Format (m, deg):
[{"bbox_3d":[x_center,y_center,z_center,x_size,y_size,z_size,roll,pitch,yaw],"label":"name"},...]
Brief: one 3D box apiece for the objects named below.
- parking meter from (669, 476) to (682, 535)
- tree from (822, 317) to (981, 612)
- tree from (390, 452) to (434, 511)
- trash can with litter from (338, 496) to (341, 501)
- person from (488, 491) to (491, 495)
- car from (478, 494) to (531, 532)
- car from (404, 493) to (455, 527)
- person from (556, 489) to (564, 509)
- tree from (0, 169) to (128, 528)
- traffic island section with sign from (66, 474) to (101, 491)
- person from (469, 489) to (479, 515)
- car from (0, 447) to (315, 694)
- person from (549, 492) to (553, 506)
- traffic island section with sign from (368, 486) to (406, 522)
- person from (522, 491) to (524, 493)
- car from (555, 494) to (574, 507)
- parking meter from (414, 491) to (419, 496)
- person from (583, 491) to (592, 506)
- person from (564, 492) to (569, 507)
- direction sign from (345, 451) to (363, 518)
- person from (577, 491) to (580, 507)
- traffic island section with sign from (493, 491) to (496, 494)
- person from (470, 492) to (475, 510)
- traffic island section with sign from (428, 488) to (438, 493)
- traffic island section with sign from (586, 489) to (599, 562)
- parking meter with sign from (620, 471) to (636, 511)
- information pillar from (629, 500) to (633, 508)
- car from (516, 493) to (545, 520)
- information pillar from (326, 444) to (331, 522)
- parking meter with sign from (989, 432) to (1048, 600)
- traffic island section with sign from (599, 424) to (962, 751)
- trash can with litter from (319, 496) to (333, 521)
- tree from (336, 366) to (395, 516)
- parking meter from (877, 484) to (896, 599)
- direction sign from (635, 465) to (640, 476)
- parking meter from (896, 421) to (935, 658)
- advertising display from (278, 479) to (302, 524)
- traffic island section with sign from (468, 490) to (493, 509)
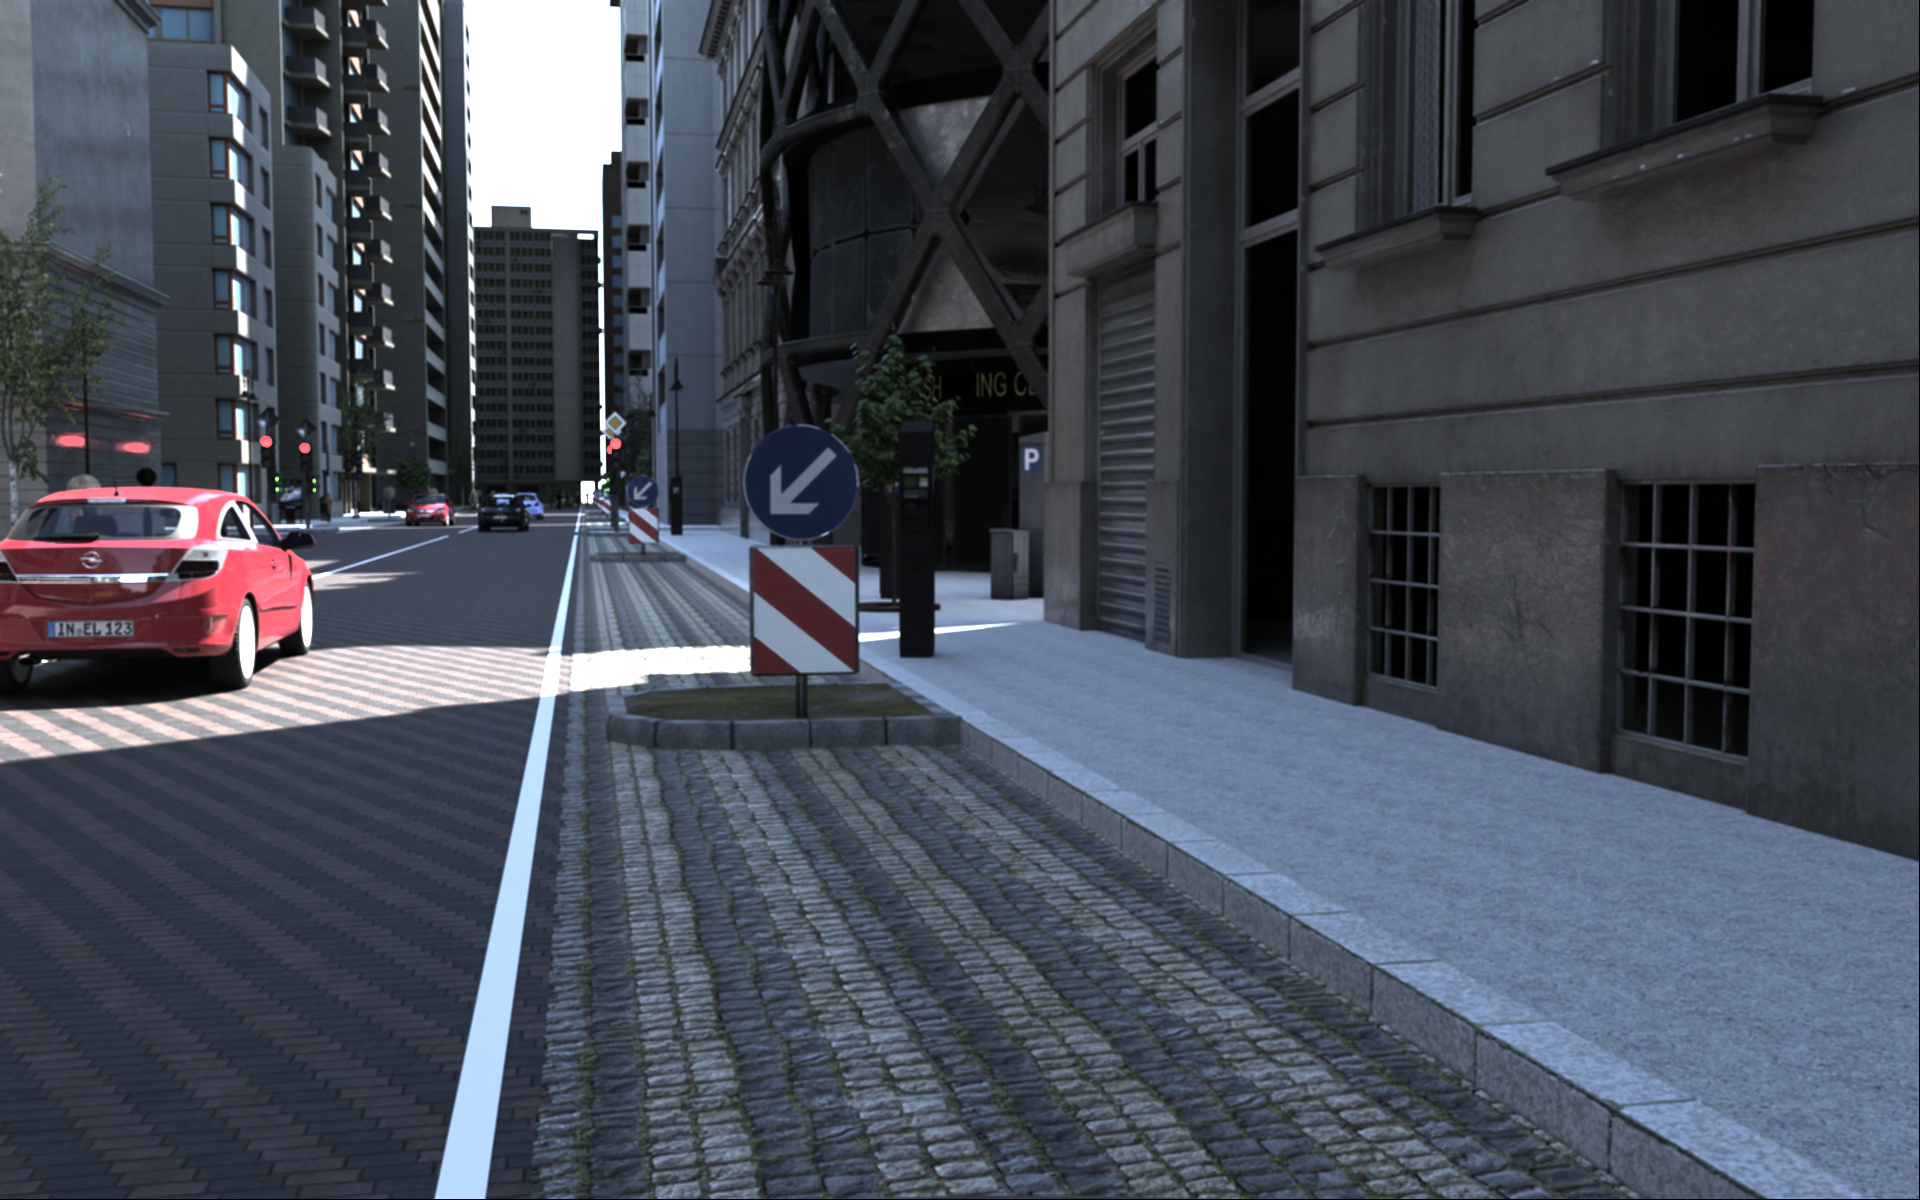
[{"bbox_3d":[-8.914,-2.972,54.310,0.399,1.863,0.255,-1,4,-10],"label":"parking meter"},{"bbox_3d":[-0.830,-1.498,19.100,1.663,3.219,1.824,0,3,0],"label":"tree"},{"bbox_3d":[-42.667,-9.242,134.818,4.285,4.588,4.351,0,3,0],"label":"tree"},{"bbox_3d":[-34.886,-5.183,96.128,1.055,1.170,0.624,-2,4,-26],"label":"trash can with litter"},{"bbox_3d":[-50.110,-10.746,184.911,1.217,1.743,0.721,-1,4,-18],"label":"person"},{"bbox_3d":[-17.725,-3.518,67.310,2.009,1.686,4.222,-1,4,-11],"label":"car"},{"bbox_3d":[-23.824,-4.212,77.913,2.155,1.783,4.494,-1,4,-11],"label":"car"},{"bbox_3d":[-37.468,-9.414,162.046,0.705,1.869,1.348,-3,5,-43],"label":"person"},{"bbox_3d":[-21.261,-5.436,39.233,4.737,8.622,4.395,0,3,0],"label":"tree"},{"bbox_3d":[-17.351,-1.560,34.137,1.989,1.847,2.006,-1,4,-12],"label":"traffic island section with sign"},{"bbox_3d":[-33.238,-6.722,118.585,0.709,1.800,0.728,1,4,8],"label":"person"},{"bbox_3d":[-6.435,-0.305,14.035,2.155,1.783,4.494,-1,4,-12],"label":"car"},{"bbox_3d":[-47.991,-11.844,202.950,0.742,1.727,0.445,3,4,38],"label":"person"},{"bbox_3d":[-29.223,-4.900,88.741,1.989,1.847,2.006,-1,4,-12],"label":"traffic island section with sign"},{"bbox_3d":[-45.390,-10.429,179.732,1.217,1.735,0.721,-2,4,-27],"label":"person"},{"bbox_3d":[-44.060,-11.173,192.899,2.015,1.641,3.980,-1,4,-12],"label":"car"},{"bbox_3d":[-43.113,-7.890,137.405,0.372,1.533,0.369,0,3,0],"label":"parking meter"},{"bbox_3d":[-45.354,-12.378,210.835,1.348,1.831,0.705,-2,4,-32],"label":"person"},{"bbox_3d":[-43.052,-10.978,189.460,0.415,1.643,0.593,2,4,29],"label":"person"},{"bbox_3d":[-31.914,-6.069,91.220,0.876,3.537,0.379,-2,4,-29],"label":"direction sign"},{"bbox_3d":[-43.382,-11.455,196.520,0.721,1.736,1.217,0,4,-7],"label":"person"},{"bbox_3d":[-51.547,-11.180,191.417,1.989,1.847,2.006,-1,4,-12],"label":"traffic island section with sign"},{"bbox_3d":[-43.318,-8.851,154.023,0.445,1.727,0.742,0,4,4],"label":"person"},{"bbox_3d":[-34.956,-6.511,115.081,1.989,1.847,2.006,-1,4,-12],"label":"traffic island section with sign"},{"bbox_3d":[-6.893,-1.732,36.944,1.989,1.847,2.006,-1,4,-12],"label":"traffic island section with sign"},{"bbox_3d":[-24.959,-8.243,131.031,0.543,3.016,1.738,2,4,25],"label":"parking meter with sign"},{"bbox_3d":[-23.225,-7.203,122.268,0.304,2.012,0.304,0,4,-6],"label":"information pillar"},{"bbox_3d":[-24.335,-5.364,97.285,1.945,1.707,3.694,-1,4,-11],"label":"car"},{"bbox_3d":[-29.220,-5.427,80.078,0.183,3.616,0.504,-1,4,-21],"label":"information pillar"},{"bbox_3d":[1.065,-1.550,21.596,0.543,3.016,1.738,3,5,39],"label":"parking meter with sign"},{"bbox_3d":[-1.162,-0.120,10.595,1.989,1.847,2.006,-1,4,-12],"label":"traffic island section with sign"},{"bbox_3d":[-30.852,-4.461,84.320,0.624,1.170,1.055,-1,4,-19],"label":"trash can with litter"},{"bbox_3d":[-34.607,-9.100,99.153,4.737,8.622,4.395,0,3,0],"label":"tree"},{"bbox_3d":[-0.800,-0.952,21.284,0.399,1.863,0.255,1,4,15],"label":"parking meter"},{"bbox_3d":[-25.120,-8.797,135.834,0.379,3.537,0.876,2,4,32],"label":"direction sign"},{"bbox_3d":[-0.339,-0.487,13.679,0.255,1.863,0.399,0,4,3],"label":"parking meter"},{"bbox_3d":[-28.797,-4.236,74.466,0.974,1.923,0.123,-1,4,-22],"label":"advertising display"},{"bbox_3d":[-45.704,-9.536,164.542,1.989,1.847,2.006,-1,4,-12],"label":"traffic island section with sign"}]
